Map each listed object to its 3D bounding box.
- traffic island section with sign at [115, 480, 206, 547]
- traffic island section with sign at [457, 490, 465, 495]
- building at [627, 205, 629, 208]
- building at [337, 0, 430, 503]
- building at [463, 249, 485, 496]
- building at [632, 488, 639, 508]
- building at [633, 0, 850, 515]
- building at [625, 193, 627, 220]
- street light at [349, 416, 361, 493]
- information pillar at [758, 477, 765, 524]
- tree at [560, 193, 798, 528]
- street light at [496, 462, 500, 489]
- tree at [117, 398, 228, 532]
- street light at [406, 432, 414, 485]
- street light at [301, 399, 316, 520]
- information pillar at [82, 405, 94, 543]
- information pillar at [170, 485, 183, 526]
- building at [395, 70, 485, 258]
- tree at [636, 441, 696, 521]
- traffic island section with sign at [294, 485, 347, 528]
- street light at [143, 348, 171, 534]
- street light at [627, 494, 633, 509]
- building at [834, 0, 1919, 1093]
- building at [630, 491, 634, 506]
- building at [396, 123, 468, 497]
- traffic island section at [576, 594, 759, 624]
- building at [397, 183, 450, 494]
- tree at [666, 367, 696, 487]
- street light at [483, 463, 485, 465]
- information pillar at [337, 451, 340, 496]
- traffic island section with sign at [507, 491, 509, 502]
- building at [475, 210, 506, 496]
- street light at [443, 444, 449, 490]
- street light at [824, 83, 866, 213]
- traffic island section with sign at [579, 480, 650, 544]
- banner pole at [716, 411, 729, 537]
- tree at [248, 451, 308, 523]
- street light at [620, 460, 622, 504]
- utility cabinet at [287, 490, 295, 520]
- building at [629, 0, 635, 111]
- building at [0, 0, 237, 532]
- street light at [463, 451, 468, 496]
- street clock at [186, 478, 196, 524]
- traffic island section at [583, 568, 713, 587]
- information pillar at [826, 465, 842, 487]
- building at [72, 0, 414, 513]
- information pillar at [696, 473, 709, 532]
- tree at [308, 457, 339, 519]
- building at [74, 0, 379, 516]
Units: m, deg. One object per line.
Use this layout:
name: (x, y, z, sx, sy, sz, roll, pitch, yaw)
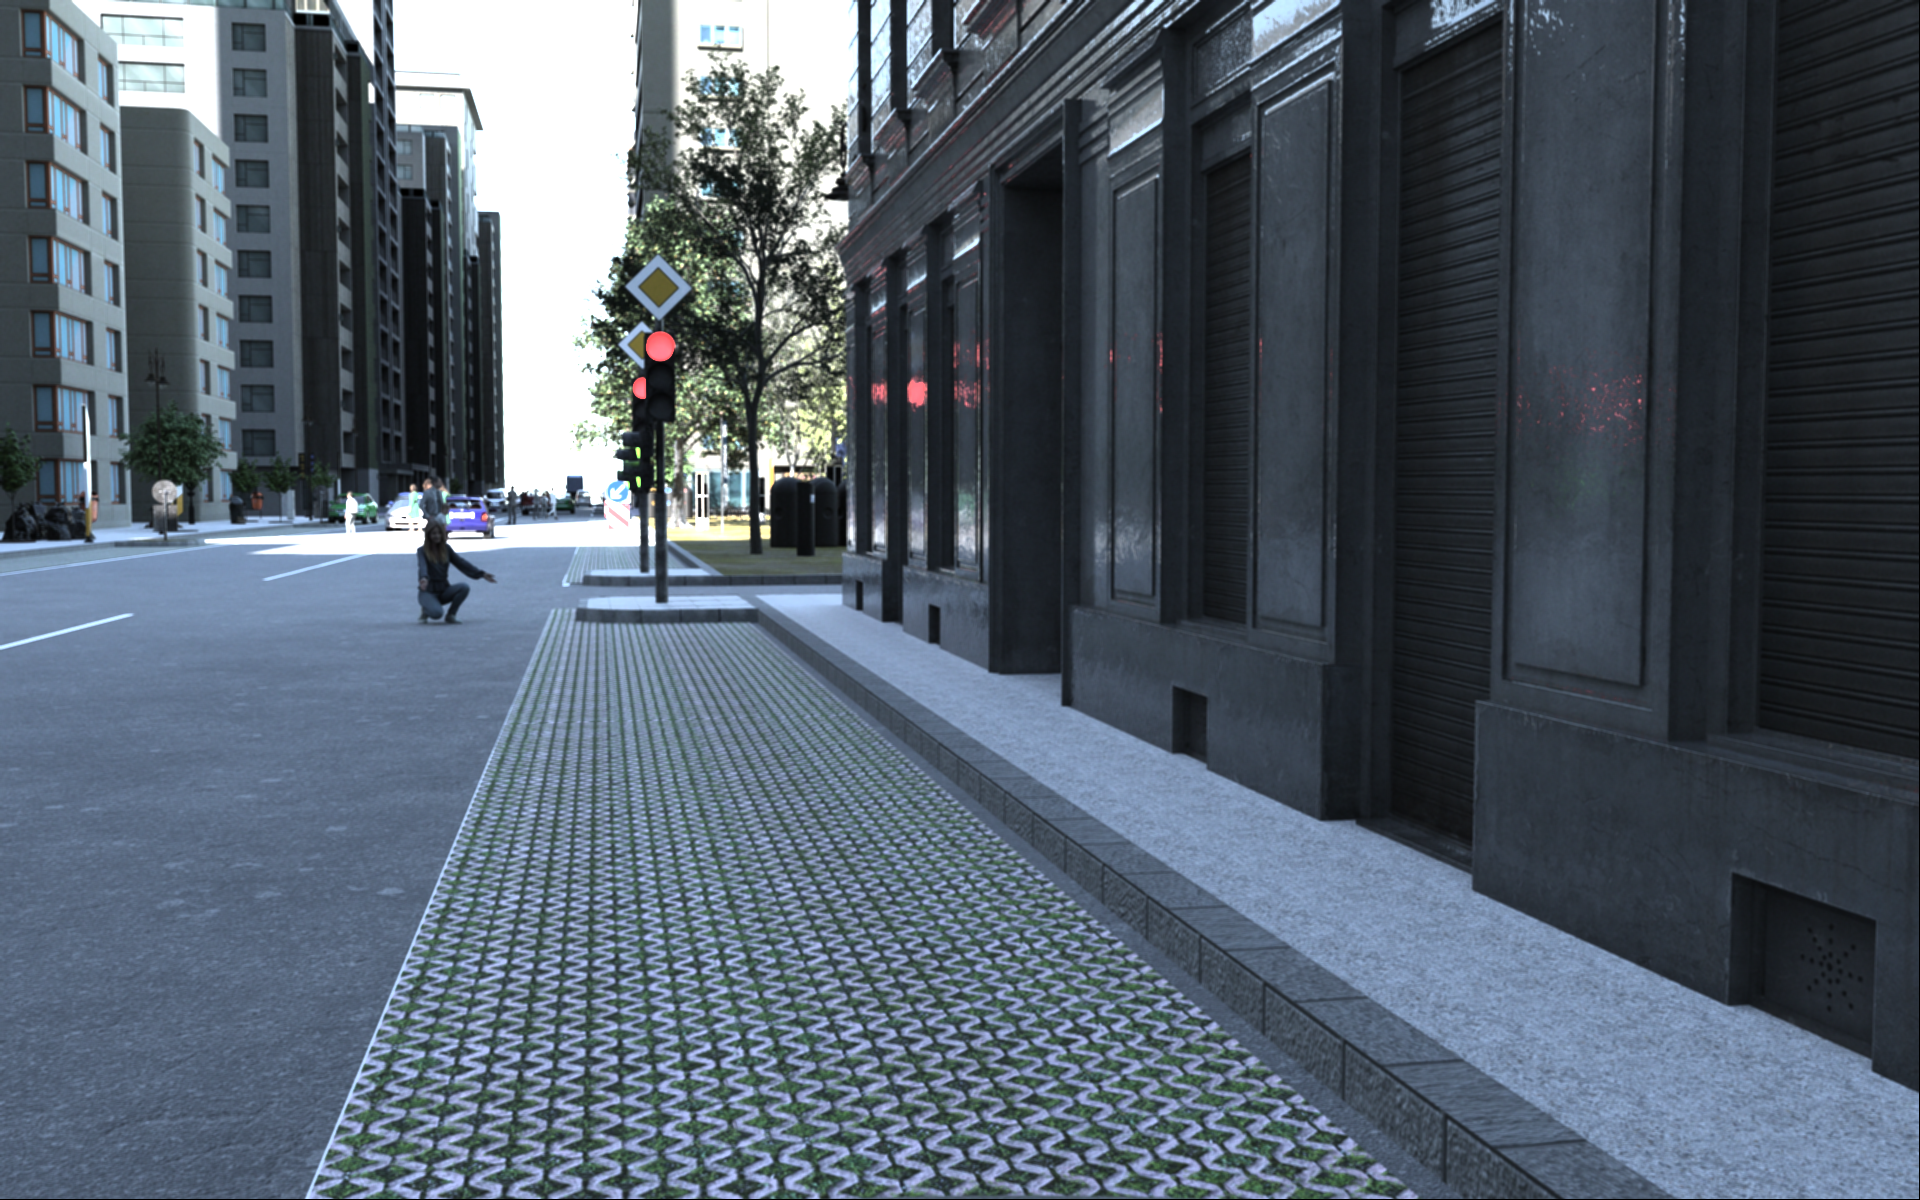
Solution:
traffic island section with sign: (-21.903, -2.382, 47.573, 1.989, 1.847, 2.006, -1, 4, -12)
traffic island section with sign: (-43.222, -8.656, 150.148, 1.989, 1.847, 2.006, -1, 4, -12)
building: (-35.539, -38.268, 245.288, 23.786, 49.044, 30.456, -1, 4, -12)
building: (-55.451, -43.098, 142.902, 20.563, 71.187, 20.611, -1, 4, -12)
building: (-63.034, -26.237, 200.682, 14.160, 30.474, 14.107, -1, 4, -12)
building: (-15.462, -29.112, 167.854, 32.217, 40.220, 23.993, -1, 4, -12)
building: (-10.506, -30.044, 114.926, 21.300, 48.544, 21.600, -1, 4, -12)
building: (-30.169, -34.316, 215.696, 22.147, 44.769, 28.867, -1, 4, -12)
street light: (-35.021, -7.807, 100.427, 0.468, 5.910, 1.993, -1, 4, -12)
information pillar: (-8.664, -4.330, 75.282, 0.304, 2.012, 0.304, -2, 4, -30)
tree: (-10.586, -9.083, 65.510, 9.611, 12.733, 9.660, 0, 3, 0)
street light: (-64.047, -16.365, 240.349, 0.468, 5.910, 1.993, -1, 4, -12)
tree: (-26.782, -4.613, 59.138, 4.285, 4.588, 4.351, 0, 3, 0)
street light: (-41.119, -9.602, 129.776, 0.468, 5.910, 1.993, -1, 4, -12)
street light: (-31.589, -6.808, 84.100, 0.468, 5.910, 1.993, -1, 4, -12)
information pillar: (-23.088, -3.331, 45.824, 0.183, 3.616, 0.504, -1, 4, -18)
information pillar: (-31.315, -4.757, 69.135, 0.183, 3.616, 0.504, 3, 5, 42)
building: (-75.275, -38.503, 218.758, 28.713, 52.752, 27.495, -1, 4, -12)
tree: (-14.261, -6.016, 82.076, 4.285, 4.588, 4.351, 0, 3, 0)
traffic island section with sign: (-27.529, -4.035, 74.598, 1.989, 1.847, 2.006, -1, 4, -12)
street light: (-25.367, -5.019, 54.849, 0.468, 5.910, 1.993, -1, 4, -12)
street light: (-27.962, -10.682, 147.444, 0.468, 5.910, 1.993, -1, 4, -12)
building: (5.027, -9.947, 11.781, 9.793, 20.994, 18.267, -1, 4, -12)
building: (-30.044, -25.839, 194.173, 14.160, 30.474, 14.107, -1, 4, -12)
building: (-60.881, -30.703, 185.583, 14.154, 41.232, 14.086, -1, 4, -12)
traffic island section: (-3.504, 0.110, 20.491, 2.009, 0.180, 2.903, -1, 4, -12)
building: (-55.794, -23.857, 161.769, 14.160, 30.474, 14.107, -1, 4, -12)
tree: (-15.863, -8.752, 93.465, 4.360, 8.622, 3.978, 0, 3, 0)
street light: (-58.089, -14.573, 211.056, 0.468, 5.910, 1.993, -1, 4, -12)
information pillar: (-33.925, -6.317, 94.632, 0.183, 3.616, 0.504, -1, 4, -17)
traffic island section with sign: (-59.964, -13.580, 230.655, 1.989, 1.847, 2.006, -1, 4, -12)
building: (-71.321, -34.149, 241.922, 14.154, 41.232, 14.086, -1, 4, -12)
street light: (-47.221, -11.394, 159.085, 0.468, 5.910, 1.993, -1, 4, -12)
street light: (-1.239, -2.890, 20.040, 0.468, 5.910, 1.993, -1, 4, -12)
traffic island section with sign: (-10.120, -2.571, 50.664, 1.989, 1.847, 2.006, -1, 4, -12)
banner pole: (-7.107, -3.800, 52.149, 0.401, 3.779, 0.863, -1, 4, -22)
tree: (-30.451, -5.062, 77.371, 1.663, 3.219, 1.824, 0, 3, 0)
street light: (-38.745, -13.866, 199.494, 0.468, 5.910, 1.993, -1, 4, -12)
utility cabinet: (-33.378, -4.756, 86.437, 0.318, 1.500, 1.173, -1, 4, -17)
building: (-15.200, -29.697, 140.175, 22.147, 44.769, 28.867, -1, 4, -12)
building: (-46.999, -13.747, 69.795, 27.650, 21.520, 28.899, -1, 4, -12)
street light: (-51.951, -12.786, 181.836, 0.468, 5.910, 1.993, -1, 4, -12)
street clock: (-32.643, -4.218, 73.537, 0.471, 2.002, 0.358, -3, 5, -39)
traffic island section: (-5.129, -0.369, 28.309, 2.009, 0.180, 2.903, -1, 4, -12)
information pillar: (-3.236, -2.451, 44.572, 0.304, 2.012, 0.304, 3, 5, 39)
building: (-55.880, -26.247, 121.024, 32.217, 40.220, 23.993, -1, 4, -12)
information pillar: (-8.821, -3.352, 59.290, 0.304, 2.012, 0.304, 2, 4, 31)
tree: (-33.712, -5.892, 90.932, 1.663, 3.219, 1.824, 0, 3, 0)
building: (-43.420, -20.331, 104.112, 14.160, 30.474, 14.107, -1, 4, -12)
